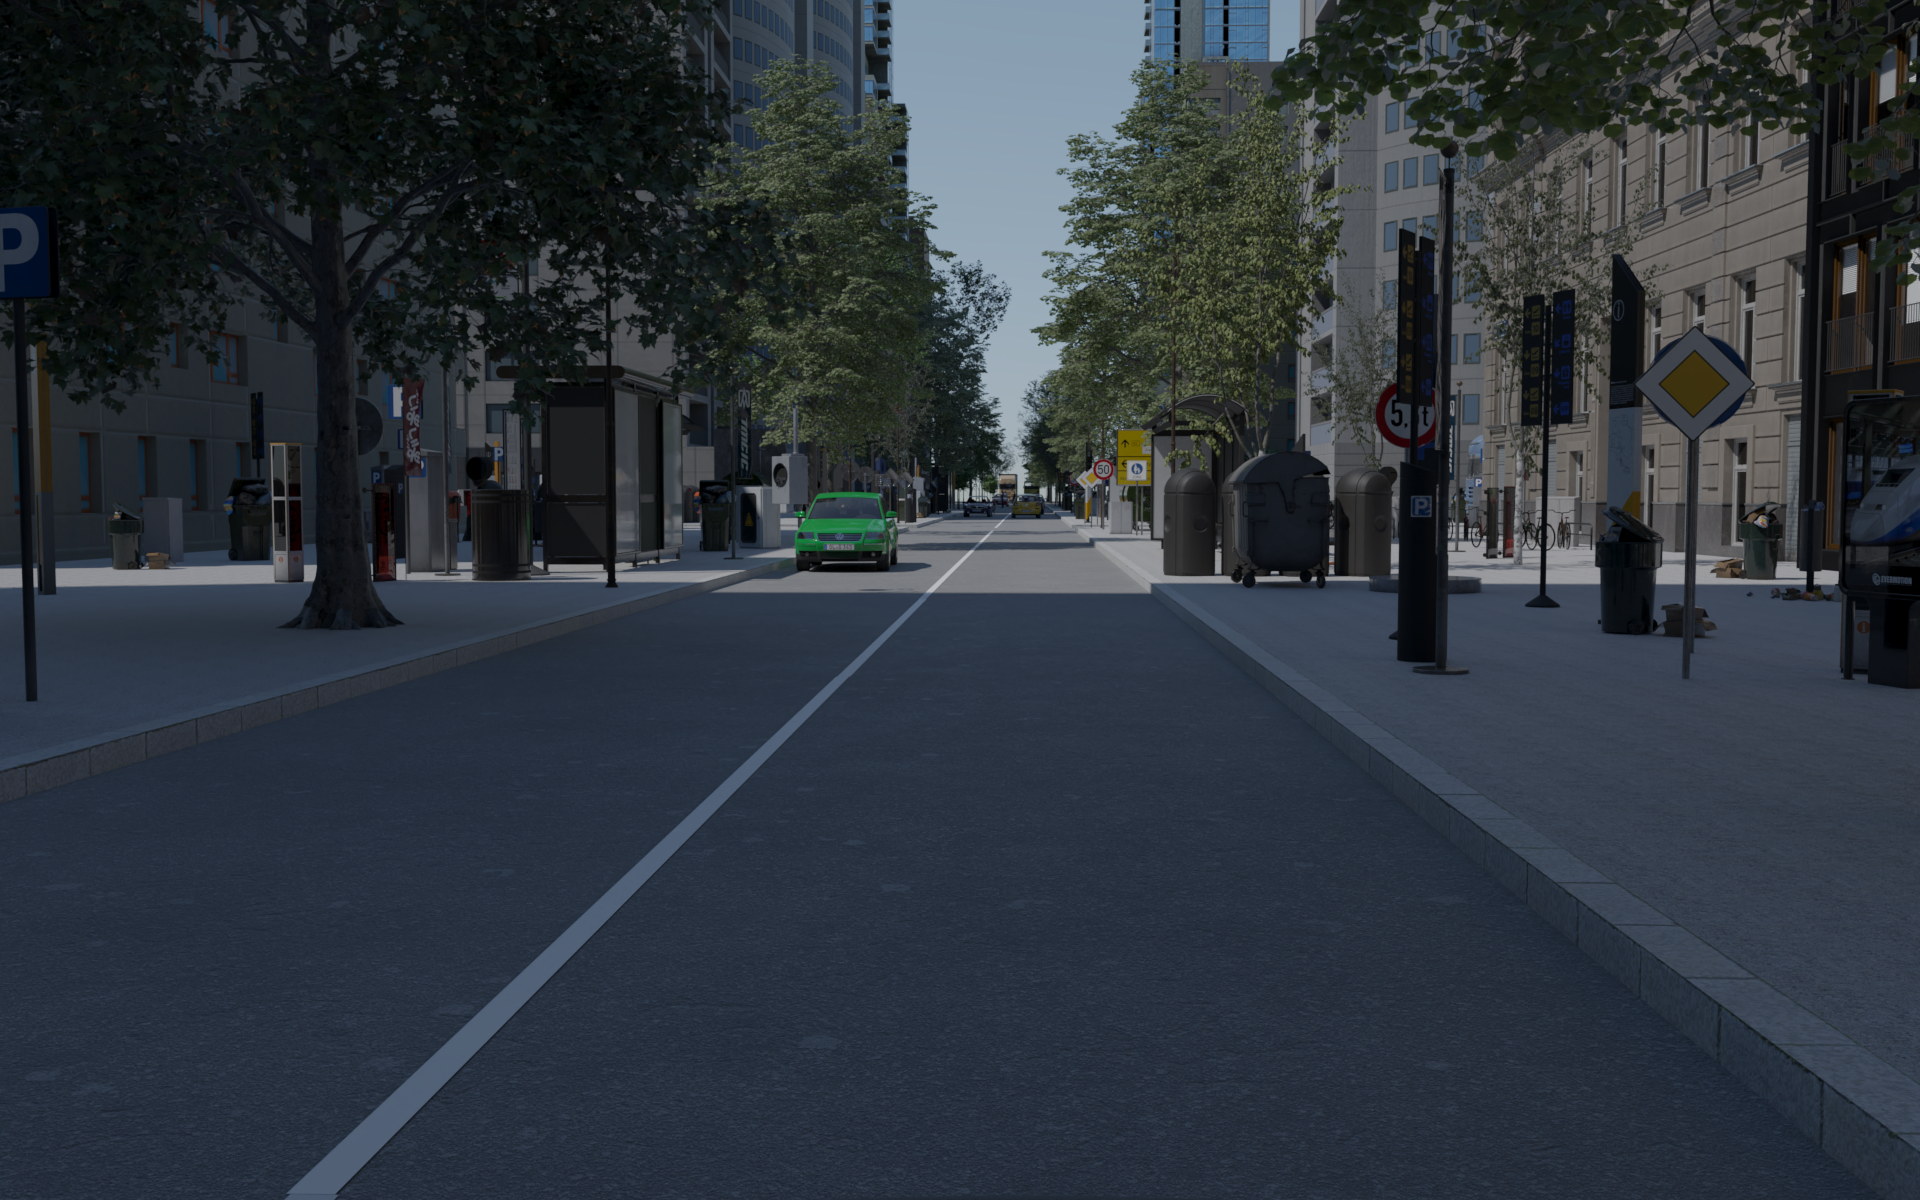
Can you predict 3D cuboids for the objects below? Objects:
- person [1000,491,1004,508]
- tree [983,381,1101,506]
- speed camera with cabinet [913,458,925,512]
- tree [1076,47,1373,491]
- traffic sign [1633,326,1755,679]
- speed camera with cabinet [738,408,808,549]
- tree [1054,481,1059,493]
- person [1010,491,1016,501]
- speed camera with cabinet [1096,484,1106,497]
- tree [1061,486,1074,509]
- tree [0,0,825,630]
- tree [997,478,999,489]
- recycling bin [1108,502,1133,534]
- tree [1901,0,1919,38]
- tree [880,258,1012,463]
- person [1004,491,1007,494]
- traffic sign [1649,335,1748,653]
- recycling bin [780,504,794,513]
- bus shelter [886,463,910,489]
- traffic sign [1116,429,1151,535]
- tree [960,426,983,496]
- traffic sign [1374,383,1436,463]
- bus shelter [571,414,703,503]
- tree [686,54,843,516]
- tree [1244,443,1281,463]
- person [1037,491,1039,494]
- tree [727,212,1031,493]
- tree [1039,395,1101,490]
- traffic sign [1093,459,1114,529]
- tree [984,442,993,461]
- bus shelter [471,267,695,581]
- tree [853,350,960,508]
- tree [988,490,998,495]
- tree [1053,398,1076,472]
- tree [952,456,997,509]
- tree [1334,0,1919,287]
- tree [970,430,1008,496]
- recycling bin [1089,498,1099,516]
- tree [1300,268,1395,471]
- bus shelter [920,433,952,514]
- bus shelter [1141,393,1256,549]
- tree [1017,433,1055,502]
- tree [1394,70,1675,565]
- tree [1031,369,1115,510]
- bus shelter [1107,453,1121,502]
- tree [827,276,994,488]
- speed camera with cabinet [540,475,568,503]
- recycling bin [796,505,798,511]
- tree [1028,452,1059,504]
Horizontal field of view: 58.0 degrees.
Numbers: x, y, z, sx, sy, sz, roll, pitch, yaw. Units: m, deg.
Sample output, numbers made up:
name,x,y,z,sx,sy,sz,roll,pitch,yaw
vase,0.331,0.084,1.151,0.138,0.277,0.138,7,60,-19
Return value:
name,x,y,z,sx,sy,sz,roll,pitch,yaw
person,4.253,-10.232,176.515,0.721,1.735,1.217,-1,4,-12
tree,10.314,-16.515,180.397,12.009,13.543,11.850,0,3,0
speed camera with cabinet,-2.273,-6.058,93.384,0.660,3.252,2.038,0,4,6
tree,4.896,-4.807,28.961,4.737,8.622,4.395,0,3,0
traffic sign,5.049,-0.660,11.984,0.795,2.450,0.064,1,4,8
speed camera with cabinet,-4.392,-2.822,40.476,0.660,3.252,2.038,-3,5,-42
tree,12.691,-13.784,219.977,1.663,3.219,1.824,0,3,0
person,6.347,-11.757,201.443,1.217,1.735,0.721,-1,4,-13
speed camera with cabinet,9.610,-8.067,126.237,2.038,3.252,0.660,1,4,9
tree,10.132,-9.625,151.967,1.663,3.219,1.824,0,3,0
tree,-6.108,-6.081,16.429,9.611,12.733,9.660,0,3,0
tree,4.349,-16.630,255.605,4.285,4.588,4.351,0,3,0
recycling bin,5.148,-2.633,55.596,0.722,1.027,0.722,0,4,1
tree,10.783,-3.961,15.117,4.360,8.622,3.978,0,3,0
tree,-2.975,-16.749,129.739,12.611,20.169,13.585,0,3,0
person,5.647,-12.597,214.327,0.709,1.838,0.599,1,4,22
traffic sign,5.886,-0.844,13.912,0.768,2.556,0.104,1,4,10
recycling bin,-11.951,-6.527,119.275,0.722,1.027,0.722,3,5,39
bus shelter,-3.991,-7.113,110.224,2.014,3.302,5.546,0,4,2
traffic sign,6.001,-3.675,53.957,2.265,3.308,0.079,0,4,3
tree,-0.872,-12.540,155.399,4.360,8.622,3.978,0,3,0
traffic sign,4.995,-1.176,19.328,0.768,2.556,0.104,0,4,4
bus shelter,-7.224,-2.723,38.445,2.014,3.302,5.546,0,4,2
tree,-3.975,-7.815,45.898,7.486,12.596,7.792,0,3,0
tree,19.222,-7.625,108.374,4.285,4.588,4.351,0,3,0
person,9.184,-11.894,202.976,0.705,1.824,1.348,-1,4,-16
tree,-4.520,-8.294,61.360,9.928,11.665,9.643,0,3,0
tree,7.534,-9.849,111.397,4.360,8.622,3.978,0,3,0
traffic sign,5.193,-3.827,62.684,0.768,2.556,0.104,1,4,9
tree,2.039,-15.546,204.544,4.360,8.622,3.978,0,3,0
bus shelter,-6.455,-3.183,29.673,2.179,5.291,8.768,0,4,2
tree,-2.970,-8.226,84.858,4.360,8.622,3.978,0,3,0
tree,5.265,-17.178,275.459,1.663,3.219,1.824,0,3,0
tree,9.031,-11.060,131.197,4.737,8.622,4.395,0,3,0
tree,-0.111,-9.872,145.118,4.285,4.588,4.351,0,3,0
tree,3.709,-5.375,6.014,7.486,12.596,7.792,0,3,0
tree,2.630,-17.875,226.666,7.601,10.594,8.767,-1,4,-15
recycling bin,7.899,-5.532,103.006,0.722,1.027,0.722,2,4,23
tree,13.130,-6.440,55.651,4.360,8.622,3.978,0,3,0
bus shelter,-1.583,-8.501,116.617,2.179,5.291,8.768,0,4,2
bus shelter,5.108,-2.675,37.662,2.014,3.302,5.546,0,4,2
tree,14.857,-23.639,293.151,9.857,13.997,8.962,0,3,0
tree,10.297,-4.929,30.949,4.360,8.622,3.978,0,3,0
tree,8.756,-13.136,140.521,9.928,11.665,9.643,0,3,0
bus shelter,7.762,-5.272,80.113,2.014,3.302,5.546,0,4,2
tree,-2.838,-11.869,100.720,9.857,13.997,8.962,0,3,0
speed camera with cabinet,-19.287,-5.375,82.225,0.660,3.252,2.038,-3,4,-36
recycling bin,-11.724,-7.096,128.566,0.722,1.027,0.722,-2,4,-26
tree,13.268,-18.383,234.978,8.767,10.594,7.601,-1,4,-17
